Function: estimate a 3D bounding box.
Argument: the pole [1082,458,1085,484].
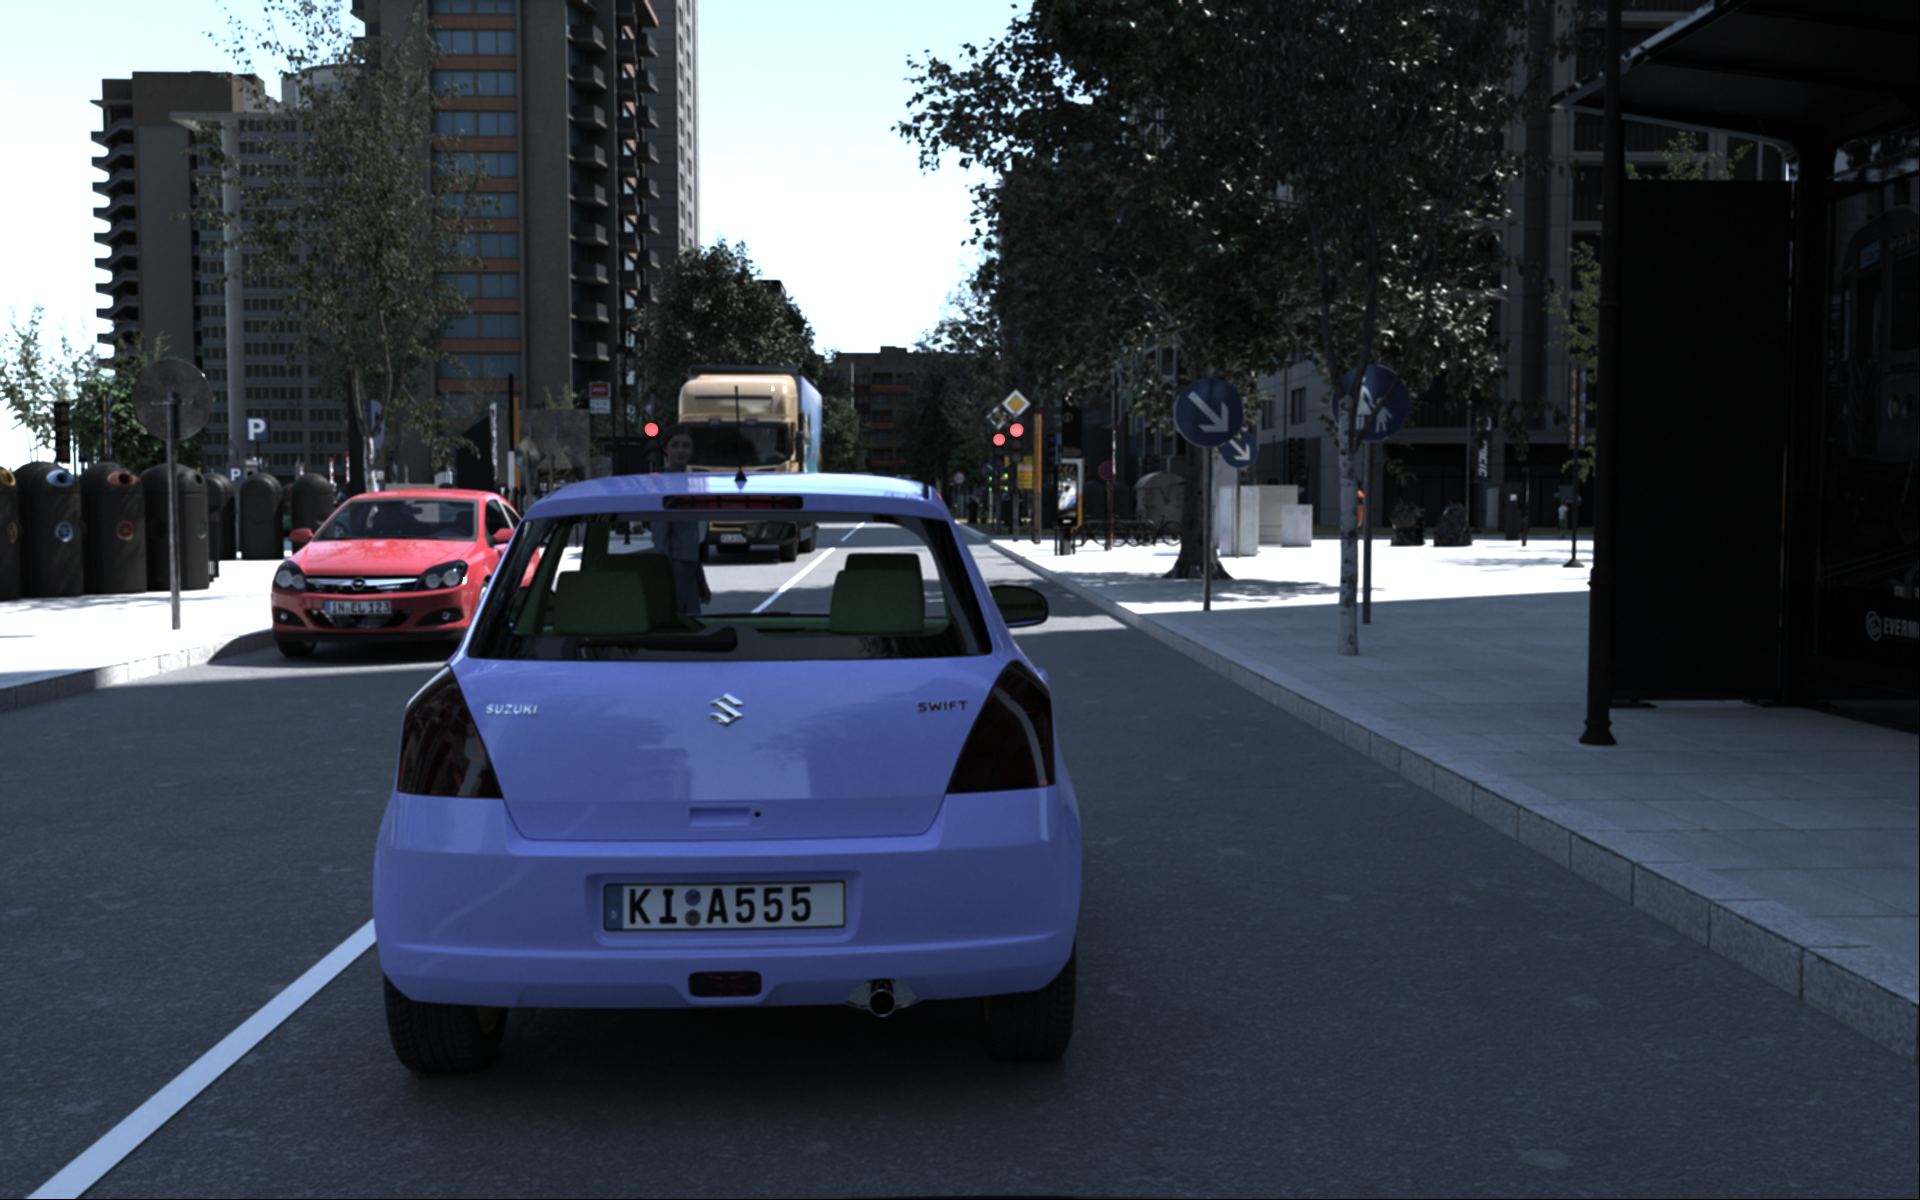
[{"bbox_3d":[6.844,-6.288,96.659,0.158,3.312,0.155,0,3,0],"label":"pole"}]

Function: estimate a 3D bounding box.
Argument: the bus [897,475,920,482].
[{"bbox_3d":[-5.294,-10.843,172.144,2.948,3.499,13.247,0,4,-3],"label":"bus"}]

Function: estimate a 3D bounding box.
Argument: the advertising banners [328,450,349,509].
[{"bbox_3d":[-24.415,-4.401,68.143,0.090,3.025,2.074,1,4,10],"label":"advertising banners"}]

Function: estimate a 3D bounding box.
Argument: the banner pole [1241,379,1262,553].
[{"bbox_3d":[6.305,-2.932,37.955,0.401,3.779,0.863,-1,4,-21],"label":"banner pole"}]

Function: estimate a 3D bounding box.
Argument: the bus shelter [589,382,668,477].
[{"bbox_3d":[-12.268,-5.328,64.743,2.179,5.291,8.768,0,4,-2],"label":"bus shelter"}]

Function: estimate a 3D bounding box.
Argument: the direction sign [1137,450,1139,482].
[{"bbox_3d":[9.192,-5.993,89.990,0.379,3.537,0.876,0,4,0],"label":"direction sign"}]

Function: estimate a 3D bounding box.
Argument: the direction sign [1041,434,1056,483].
[{"bbox_3d":[3.202,-4.497,65.518,0.876,3.537,0.379,1,4,15],"label":"direction sign"}]

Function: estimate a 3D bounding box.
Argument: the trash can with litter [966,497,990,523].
[{"bbox_3d":[0.783,-3.959,76.114,1.055,1.170,0.624,1,4,14],"label":"trash can with litter"}]

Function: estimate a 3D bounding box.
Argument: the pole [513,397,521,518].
[{"bbox_3d":[-9.355,-2.608,36.486,0.158,3.312,0.155,0,3,0],"label":"pole"}]

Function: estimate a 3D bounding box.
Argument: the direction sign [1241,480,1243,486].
[{"bbox_3d":[6.435,-2.907,39.525,0.379,3.537,0.876,1,4,14],"label":"direction sign"}]

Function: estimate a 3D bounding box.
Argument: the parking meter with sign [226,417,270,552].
[{"bbox_3d":[-16.025,-2.592,38.640,0.543,3.016,1.738,0,4,3],"label":"parking meter with sign"}]

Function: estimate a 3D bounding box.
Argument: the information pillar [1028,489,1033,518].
[{"bbox_3d":[3.847,-5.379,92.443,0.304,2.012,0.304,-3,5,-41],"label":"information pillar"}]

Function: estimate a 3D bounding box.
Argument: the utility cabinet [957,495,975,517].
[{"bbox_3d":[0.355,-5.375,99.048,1.020,1.237,0.306,0,4,4],"label":"utility cabinet"}]

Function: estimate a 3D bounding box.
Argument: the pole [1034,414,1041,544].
[{"bbox_3d":[1.977,-3.080,44.194,0.158,3.312,0.155,0,3,0],"label":"pole"}]

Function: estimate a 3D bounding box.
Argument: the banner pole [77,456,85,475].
[{"bbox_3d":[-57.929,-7.596,114.217,0.401,3.779,0.863,1,4,15],"label":"banner pole"}]

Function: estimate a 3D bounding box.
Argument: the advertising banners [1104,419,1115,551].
[{"bbox_3d":[3.449,-2.657,39.631,0.090,3.025,2.074,1,4,10],"label":"advertising banners"}]

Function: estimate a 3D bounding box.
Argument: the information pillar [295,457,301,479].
[{"bbox_3d":[-41.501,-7.175,108.669,0.504,3.616,0.183,2,4,35],"label":"information pillar"}]

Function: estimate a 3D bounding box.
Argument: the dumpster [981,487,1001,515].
[{"bbox_3d":[1.972,-6.327,109.206,1.264,1.857,1.865,0,4,-2],"label":"dumpster"}]

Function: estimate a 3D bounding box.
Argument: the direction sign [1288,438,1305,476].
[{"bbox_3d":[13.560,-4.764,69.882,0.876,3.537,0.379,-2,4,-33],"label":"direction sign"}]

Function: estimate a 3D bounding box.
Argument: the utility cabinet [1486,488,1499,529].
[{"bbox_3d":[19.730,-3.370,63.784,0.318,1.500,1.173,3,4,36],"label":"utility cabinet"}]

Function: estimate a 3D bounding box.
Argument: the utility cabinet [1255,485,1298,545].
[{"bbox_3d":[7.808,-2.110,43.183,1.173,1.500,0.318,-1,4,-11],"label":"utility cabinet"}]

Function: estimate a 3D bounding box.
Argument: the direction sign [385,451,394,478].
[{"bbox_3d":[-29.873,-6.025,90.498,0.876,3.537,0.379,-1,4,-14],"label":"direction sign"}]

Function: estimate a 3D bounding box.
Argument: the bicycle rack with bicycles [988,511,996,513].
[{"bbox_3d":[3.216,-6.260,115.734,2.852,0.926,2.925,1,4,22],"label":"bicycle rack with bicycles"}]

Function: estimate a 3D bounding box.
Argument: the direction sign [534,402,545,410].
[{"bbox_3d":[-10.425,-3.122,43.037,0.379,3.537,0.876,-2,4,-29],"label":"direction sign"}]

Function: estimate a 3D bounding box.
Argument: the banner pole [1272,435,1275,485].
[{"bbox_3d":[13.335,-5.120,73.732,0.401,3.779,0.863,1,4,9],"label":"banner pole"}]

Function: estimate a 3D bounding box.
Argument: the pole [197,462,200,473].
[{"bbox_3d":[-47.584,-7.002,108.333,0.158,3.312,0.155,0,3,0],"label":"pole"}]

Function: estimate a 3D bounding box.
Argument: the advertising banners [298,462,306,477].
[{"bbox_3d":[-36.634,-6.043,94.983,2.074,3.025,0.090,2,4,25],"label":"advertising banners"}]

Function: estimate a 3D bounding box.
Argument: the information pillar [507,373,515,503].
[{"bbox_3d":[-8.764,-2.598,33.831,0.183,3.616,0.504,-1,4,-19],"label":"information pillar"}]

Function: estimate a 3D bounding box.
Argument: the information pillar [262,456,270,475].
[{"bbox_3d":[-42.873,-7.076,107.054,0.504,3.616,0.183,1,4,8],"label":"information pillar"}]

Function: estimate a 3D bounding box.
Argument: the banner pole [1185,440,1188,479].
[{"bbox_3d":[9.471,-4.967,71.228,0.401,3.779,0.863,-3,4,-37],"label":"banner pole"}]

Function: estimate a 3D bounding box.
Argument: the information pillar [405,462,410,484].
[{"bbox_3d":[-40.877,-8.364,128.104,0.504,3.616,0.183,3,5,40],"label":"information pillar"}]

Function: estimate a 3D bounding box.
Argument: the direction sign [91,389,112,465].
[{"bbox_3d":[-18.604,-2.803,37.823,0.379,3.537,0.876,-1,4,-16],"label":"direction sign"}]

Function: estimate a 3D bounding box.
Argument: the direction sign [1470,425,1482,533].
[{"bbox_3d":[16.968,-3.965,56.831,0.876,3.537,0.379,-3,5,-45],"label":"direction sign"}]

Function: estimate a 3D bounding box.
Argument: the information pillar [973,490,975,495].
[{"bbox_3d":[1.003,-8.374,128.276,0.183,3.616,0.504,2,4,28],"label":"information pillar"}]

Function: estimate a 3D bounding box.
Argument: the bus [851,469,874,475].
[{"bbox_3d":[-8.601,-9.347,147.690,2.948,3.499,13.247,0,4,-1],"label":"bus"}]

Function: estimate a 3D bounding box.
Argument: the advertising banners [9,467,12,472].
[{"bbox_3d":[-61.274,-7.038,111.263,2.074,3.025,0.090,3,5,40],"label":"advertising banners"}]

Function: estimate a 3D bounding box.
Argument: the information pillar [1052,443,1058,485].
[{"bbox_3d":[4.440,-5.440,80.296,0.183,3.616,0.504,-2,4,-27],"label":"information pillar"}]

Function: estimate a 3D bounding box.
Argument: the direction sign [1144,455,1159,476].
[{"bbox_3d":[11.041,-6.589,99.733,0.876,3.537,0.379,2,4,24],"label":"direction sign"}]

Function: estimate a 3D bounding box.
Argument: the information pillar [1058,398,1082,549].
[{"bbox_3d":[2.597,-3.002,40.435,0.504,3.616,0.183,0,4,7],"label":"information pillar"}]

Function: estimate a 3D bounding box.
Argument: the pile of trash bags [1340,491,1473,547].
[{"bbox_3d":[11.153,-2.056,43.375,3.447,1.369,1.912,3,4,36],"label":"pile of trash bags"}]

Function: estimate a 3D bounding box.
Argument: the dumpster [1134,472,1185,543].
[{"bbox_3d":[5.402,-2.489,46.450,1.264,1.857,1.865,0,4,-2],"label":"dumpster"}]

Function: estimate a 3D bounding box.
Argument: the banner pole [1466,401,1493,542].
[{"bbox_3d":[13.945,-3.469,46.733,0.863,3.779,0.401,1,4,11],"label":"banner pole"}]

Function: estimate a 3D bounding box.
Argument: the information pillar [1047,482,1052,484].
[{"bbox_3d":[5.538,-6.246,106.618,0.304,2.012,0.304,1,4,20],"label":"information pillar"}]

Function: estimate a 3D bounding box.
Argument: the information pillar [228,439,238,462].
[{"bbox_3d":[-30.877,-5.033,73.649,0.504,3.616,0.183,2,4,25],"label":"information pillar"}]

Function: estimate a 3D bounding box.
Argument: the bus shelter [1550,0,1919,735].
[{"bbox_3d":[4.474,-0.983,7.357,1.731,3.624,6.357,0,4,-2],"label":"bus shelter"}]

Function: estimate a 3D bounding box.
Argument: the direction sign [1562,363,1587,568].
[{"bbox_3d":[10.748,-2.338,30.229,0.379,3.537,0.876,3,4,37],"label":"direction sign"}]

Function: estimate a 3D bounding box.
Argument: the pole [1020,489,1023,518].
[{"bbox_3d":[3.358,-6.103,93.620,0.158,3.312,0.155,0,3,0],"label":"pole"}]

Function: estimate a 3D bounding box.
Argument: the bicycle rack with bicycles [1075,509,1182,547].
[{"bbox_3d":[4.083,-1.806,42.910,2.925,0.926,2.852,0,4,6],"label":"bicycle rack with bicycles"}]

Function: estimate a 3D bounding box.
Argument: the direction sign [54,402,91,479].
[{"bbox_3d":[-21.816,-3.101,42.705,0.876,3.537,0.379,-1,4,-9],"label":"direction sign"}]

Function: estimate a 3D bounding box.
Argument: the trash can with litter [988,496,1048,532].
[{"bbox_3d":[1.971,-2.949,59.270,2.233,1.210,1.678,-1,4,-8],"label":"trash can with litter"}]

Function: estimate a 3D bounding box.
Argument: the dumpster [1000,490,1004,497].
[{"bbox_3d":[3.599,-7.261,121.207,1.502,2.255,1.985,0,4,-2],"label":"dumpster"}]

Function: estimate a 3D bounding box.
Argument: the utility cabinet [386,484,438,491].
[{"bbox_3d":[-12.375,-1.857,39.047,1.173,1.500,0.318,-3,4,-38],"label":"utility cabinet"}]

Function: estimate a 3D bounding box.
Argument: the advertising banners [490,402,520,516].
[{"bbox_3d":[-8.561,-2.223,32.540,0.090,3.025,2.074,-2,4,-27],"label":"advertising banners"}]
